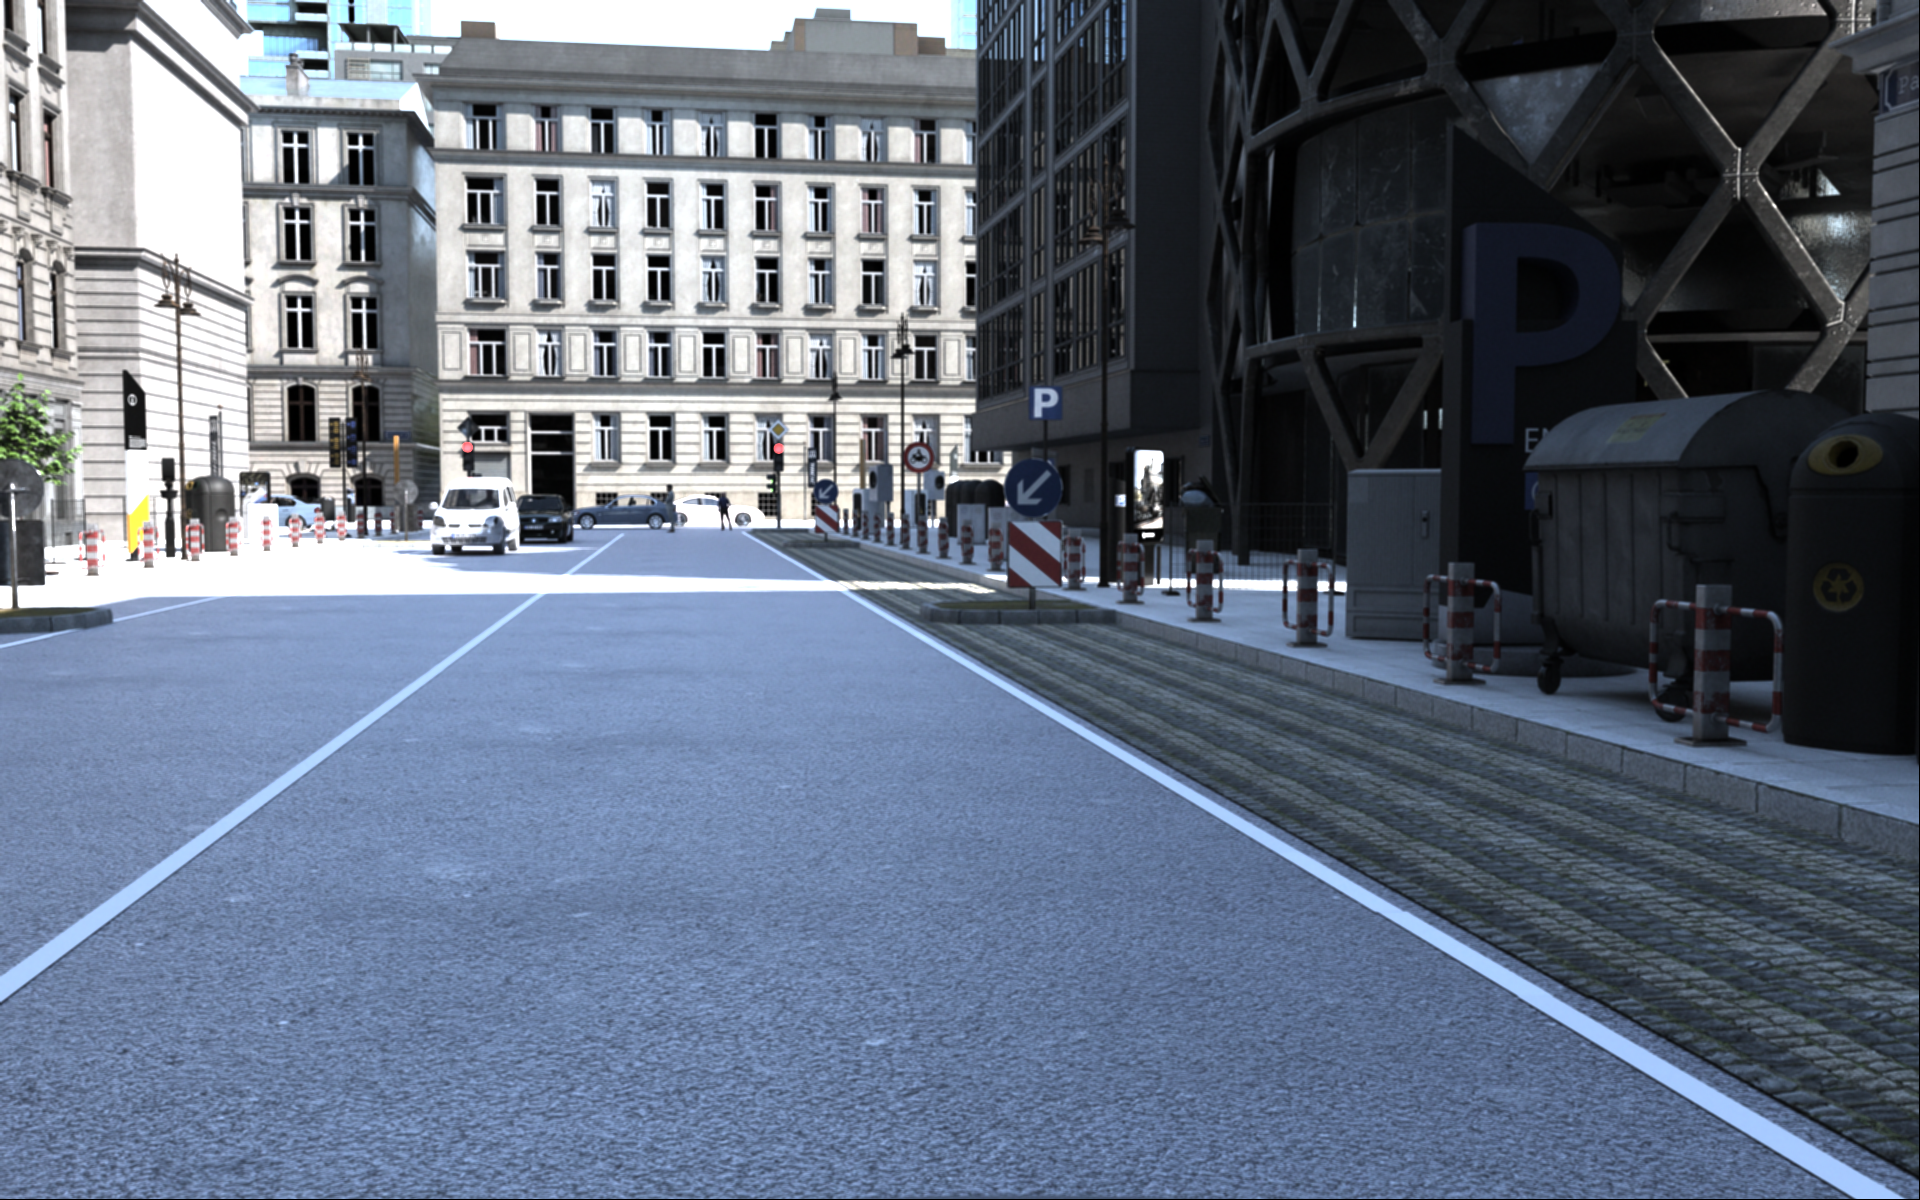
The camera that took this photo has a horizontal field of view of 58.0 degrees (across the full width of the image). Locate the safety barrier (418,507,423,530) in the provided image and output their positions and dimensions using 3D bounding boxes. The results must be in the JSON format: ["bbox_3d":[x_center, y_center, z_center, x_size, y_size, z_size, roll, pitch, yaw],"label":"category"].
[{"bbox_3d":[-19.062,-2.867,61.158,0.300,0.817,1.120,-1,4,-9],"label":"safety barrier"}]

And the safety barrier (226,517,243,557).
[{"bbox_3d":[-14.877,-1.297,35.478,0.300,0.817,1.120,-1,4,-9],"label":"safety barrier"}]

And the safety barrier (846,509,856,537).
[{"bbox_3d":[-3.121,-2.284,51.619,0.300,0.817,1.120,-1,4,-9],"label":"safety barrier"}]

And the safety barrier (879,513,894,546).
[{"bbox_3d":[-1.724,-1.759,43.041,0.300,0.817,1.120,-1,4,-9],"label":"safety barrier"}]

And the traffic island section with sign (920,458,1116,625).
[{"bbox_3d":[0.585,-0.685,19.830,1.989,1.847,2.006,-1,4,-9],"label":"traffic island section with sign"}]

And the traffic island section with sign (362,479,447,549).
[{"bbox_3d":[-14.875,-2.315,46.485,1.989,1.847,2.006,-1,4,-9],"label":"traffic island section with sign"}]

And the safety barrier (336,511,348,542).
[{"bbox_3d":[-16.734,-1.994,46.870,0.300,0.817,1.120,-1,4,-9],"label":"safety barrier"}]

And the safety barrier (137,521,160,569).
[{"bbox_3d":[-13.949,-0.948,29.769,0.300,0.817,1.120,-1,4,-9],"label":"safety barrier"}]

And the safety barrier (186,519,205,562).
[{"bbox_3d":[-14.409,-1.122,32.622,0.300,0.817,1.120,-1,4,-9],"label":"safety barrier"}]

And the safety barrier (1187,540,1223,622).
[{"bbox_3d":[2.455,-0.191,17.394,0.300,0.817,1.120,-1,4,-9],"label":"safety barrier"}]

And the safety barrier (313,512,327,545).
[{"bbox_3d":[-16.271,-1.820,44.025,0.300,0.817,1.120,-1,4,-9],"label":"safety barrier"}]

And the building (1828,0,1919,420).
[{"bbox_3d":[14.683,-10.398,6.159,11.583,22.565,21.152,-1,4,-9],"label":"building"}]

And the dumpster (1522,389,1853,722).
[{"bbox_3d":[4.395,-0.287,10.455,1.264,1.857,1.865,-1,4,-9],"label":"dumpster"}]

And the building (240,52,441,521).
[{"bbox_3d":[-44.031,-16.311,85.770,34.723,24.649,14.460,-1,4,-9],"label":"building"}]

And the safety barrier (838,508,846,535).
[{"bbox_3d":[-3.587,-2.459,54.478,0.300,0.817,1.120,-1,4,-9],"label":"safety barrier"}]

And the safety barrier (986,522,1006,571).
[{"bbox_3d":[0.597,-0.888,28.791,0.300,0.817,1.120,-1,4,-9],"label":"safety barrier"}]

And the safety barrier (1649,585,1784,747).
[{"bbox_3d":[3.847,0.331,8.856,0.300,0.817,1.120,-1,4,-9],"label":"safety barrier"}]

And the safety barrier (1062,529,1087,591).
[{"bbox_3d":[1.525,-0.540,23.101,0.300,0.817,1.120,-1,4,-9],"label":"safety barrier"}]

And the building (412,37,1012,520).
[{"bbox_3d":[-11.802,-15.763,91.013,30.059,22.955,16.112,-1,4,-9],"label":"building"}]

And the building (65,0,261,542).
[{"bbox_3d":[-34.326,-12.736,50.031,24.055,21.916,13.314,-1,4,-9],"label":"building"}]

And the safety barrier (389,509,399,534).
[{"bbox_3d":[-18.132,-2.519,55.465,0.300,0.817,1.120,-1,4,-9],"label":"safety barrier"}]

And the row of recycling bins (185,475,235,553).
[{"bbox_3d":[-17.060,-1.979,39.470,1.069,1.692,3.534,-2,4,-27],"label":"row of recycling bins"}]

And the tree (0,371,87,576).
[{"bbox_3d":[-14.719,-2.006,27.403,1.663,3.219,1.824,0,3,0],"label":"tree"}]

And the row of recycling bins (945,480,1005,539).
[{"bbox_3d":[0.395,-2.671,50.779,1.069,1.692,3.534,-1,4,-18],"label":"row of recycling bins"}]

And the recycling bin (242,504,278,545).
[{"bbox_3d":[-17.676,-1.907,43.739,0.722,1.027,0.722,-2,4,-33],"label":"recycling bin"}]

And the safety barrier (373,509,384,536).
[{"bbox_3d":[-17.669,-2.344,52.607,0.300,0.817,1.120,-1,4,-9],"label":"safety barrier"}]

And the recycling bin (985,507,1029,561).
[{"bbox_3d":[0.944,-1.276,33.415,0.722,1.027,0.722,1,4,9],"label":"recycling bin"}]

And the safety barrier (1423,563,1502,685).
[{"bbox_3d":[3.382,0.157,11.705,0.300,0.817,1.120,-1,4,-9],"label":"safety barrier"}]

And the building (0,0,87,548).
[{"bbox_3d":[-25.395,-11.300,33.905,9.793,20.994,18.267,-1,4,-9],"label":"building"}]

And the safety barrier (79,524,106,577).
[{"bbox_3d":[-13.483,-0.773,26.915,0.300,0.817,1.120,-1,4,-9],"label":"safety barrier"}]

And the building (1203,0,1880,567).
[{"bbox_3d":[13.144,-9.998,30.921,16.820,18.784,16.811,-1,4,-9],"label":"building"}]

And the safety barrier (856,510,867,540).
[{"bbox_3d":[-2.659,-2.110,48.774,0.300,0.817,1.120,-1,4,-9],"label":"safety barrier"}]

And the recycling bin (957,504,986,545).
[{"bbox_3d":[0.290,-1.935,44.193,0.722,1.027,0.722,0,3,0],"label":"recycling bin"}]

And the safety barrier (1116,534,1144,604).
[{"bbox_3d":[1.991,-0.365,20.250,0.300,0.817,1.120,-1,4,-9],"label":"safety barrier"}]

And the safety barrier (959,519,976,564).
[{"bbox_3d":[0.135,-1.062,31.637,0.300,0.817,1.120,-1,4,-9],"label":"safety barrier"}]

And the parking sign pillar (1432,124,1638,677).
[{"bbox_3d":[4.240,-1.482,12.704,1.447,3.967,1.447,0,4,-3],"label":"parking sign pillar"}]

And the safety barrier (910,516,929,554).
[{"bbox_3d":[-0.796,-1.411,37.340,0.300,0.817,1.120,-1,4,-9],"label":"safety barrier"}]

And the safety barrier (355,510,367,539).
[{"bbox_3d":[-17.203,-2.169,49.738,0.300,0.817,1.120,-1,4,-9],"label":"safety barrier"}]

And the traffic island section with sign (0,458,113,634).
[{"bbox_3d":[-10.323,-0.609,18.587,1.989,1.847,2.006,-1,4,-9],"label":"traffic island section with sign"}]

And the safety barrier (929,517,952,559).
[{"bbox_3d":[-0.329,-1.236,34.481,0.300,0.817,1.120,-1,4,-9],"label":"safety barrier"}]

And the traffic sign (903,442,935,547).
[{"bbox_3d":[-1.000,-2.572,42.155,0.768,2.556,0.104,0,4,0],"label":"traffic sign"}]

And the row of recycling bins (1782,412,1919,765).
[{"bbox_3d":[4.917,-0.027,7.554,1.069,1.692,3.534,0,4,-8],"label":"row of recycling bins"}]

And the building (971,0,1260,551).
[{"bbox_3d":[9.187,-15.745,50.931,14.314,27.812,24.014,-1,4,-9],"label":"building"}]

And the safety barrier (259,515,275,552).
[{"bbox_3d":[-15.341,-1.471,38.323,0.300,0.817,1.120,-1,4,-9],"label":"safety barrier"}]

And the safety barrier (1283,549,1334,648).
[{"bbox_3d":[2.917,-0.017,14.549,0.300,0.817,1.120,-1,4,-9],"label":"safety barrier"}]

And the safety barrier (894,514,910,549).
[{"bbox_3d":[-1.258,-1.585,40.193,0.300,0.817,1.120,-1,4,-9],"label":"safety barrier"}]

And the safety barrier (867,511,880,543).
[{"bbox_3d":[-2.193,-1.934,45.903,0.300,0.817,1.120,-1,4,-9],"label":"safety barrier"}]

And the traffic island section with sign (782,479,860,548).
[{"bbox_3d":[-3.773,-2.323,46.607,1.989,1.847,2.006,-1,4,-9],"label":"traffic island section with sign"}]

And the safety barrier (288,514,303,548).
[{"bbox_3d":[-15.804,-1.645,41.171,0.300,0.817,1.120,-1,4,-9],"label":"safety barrier"}]
